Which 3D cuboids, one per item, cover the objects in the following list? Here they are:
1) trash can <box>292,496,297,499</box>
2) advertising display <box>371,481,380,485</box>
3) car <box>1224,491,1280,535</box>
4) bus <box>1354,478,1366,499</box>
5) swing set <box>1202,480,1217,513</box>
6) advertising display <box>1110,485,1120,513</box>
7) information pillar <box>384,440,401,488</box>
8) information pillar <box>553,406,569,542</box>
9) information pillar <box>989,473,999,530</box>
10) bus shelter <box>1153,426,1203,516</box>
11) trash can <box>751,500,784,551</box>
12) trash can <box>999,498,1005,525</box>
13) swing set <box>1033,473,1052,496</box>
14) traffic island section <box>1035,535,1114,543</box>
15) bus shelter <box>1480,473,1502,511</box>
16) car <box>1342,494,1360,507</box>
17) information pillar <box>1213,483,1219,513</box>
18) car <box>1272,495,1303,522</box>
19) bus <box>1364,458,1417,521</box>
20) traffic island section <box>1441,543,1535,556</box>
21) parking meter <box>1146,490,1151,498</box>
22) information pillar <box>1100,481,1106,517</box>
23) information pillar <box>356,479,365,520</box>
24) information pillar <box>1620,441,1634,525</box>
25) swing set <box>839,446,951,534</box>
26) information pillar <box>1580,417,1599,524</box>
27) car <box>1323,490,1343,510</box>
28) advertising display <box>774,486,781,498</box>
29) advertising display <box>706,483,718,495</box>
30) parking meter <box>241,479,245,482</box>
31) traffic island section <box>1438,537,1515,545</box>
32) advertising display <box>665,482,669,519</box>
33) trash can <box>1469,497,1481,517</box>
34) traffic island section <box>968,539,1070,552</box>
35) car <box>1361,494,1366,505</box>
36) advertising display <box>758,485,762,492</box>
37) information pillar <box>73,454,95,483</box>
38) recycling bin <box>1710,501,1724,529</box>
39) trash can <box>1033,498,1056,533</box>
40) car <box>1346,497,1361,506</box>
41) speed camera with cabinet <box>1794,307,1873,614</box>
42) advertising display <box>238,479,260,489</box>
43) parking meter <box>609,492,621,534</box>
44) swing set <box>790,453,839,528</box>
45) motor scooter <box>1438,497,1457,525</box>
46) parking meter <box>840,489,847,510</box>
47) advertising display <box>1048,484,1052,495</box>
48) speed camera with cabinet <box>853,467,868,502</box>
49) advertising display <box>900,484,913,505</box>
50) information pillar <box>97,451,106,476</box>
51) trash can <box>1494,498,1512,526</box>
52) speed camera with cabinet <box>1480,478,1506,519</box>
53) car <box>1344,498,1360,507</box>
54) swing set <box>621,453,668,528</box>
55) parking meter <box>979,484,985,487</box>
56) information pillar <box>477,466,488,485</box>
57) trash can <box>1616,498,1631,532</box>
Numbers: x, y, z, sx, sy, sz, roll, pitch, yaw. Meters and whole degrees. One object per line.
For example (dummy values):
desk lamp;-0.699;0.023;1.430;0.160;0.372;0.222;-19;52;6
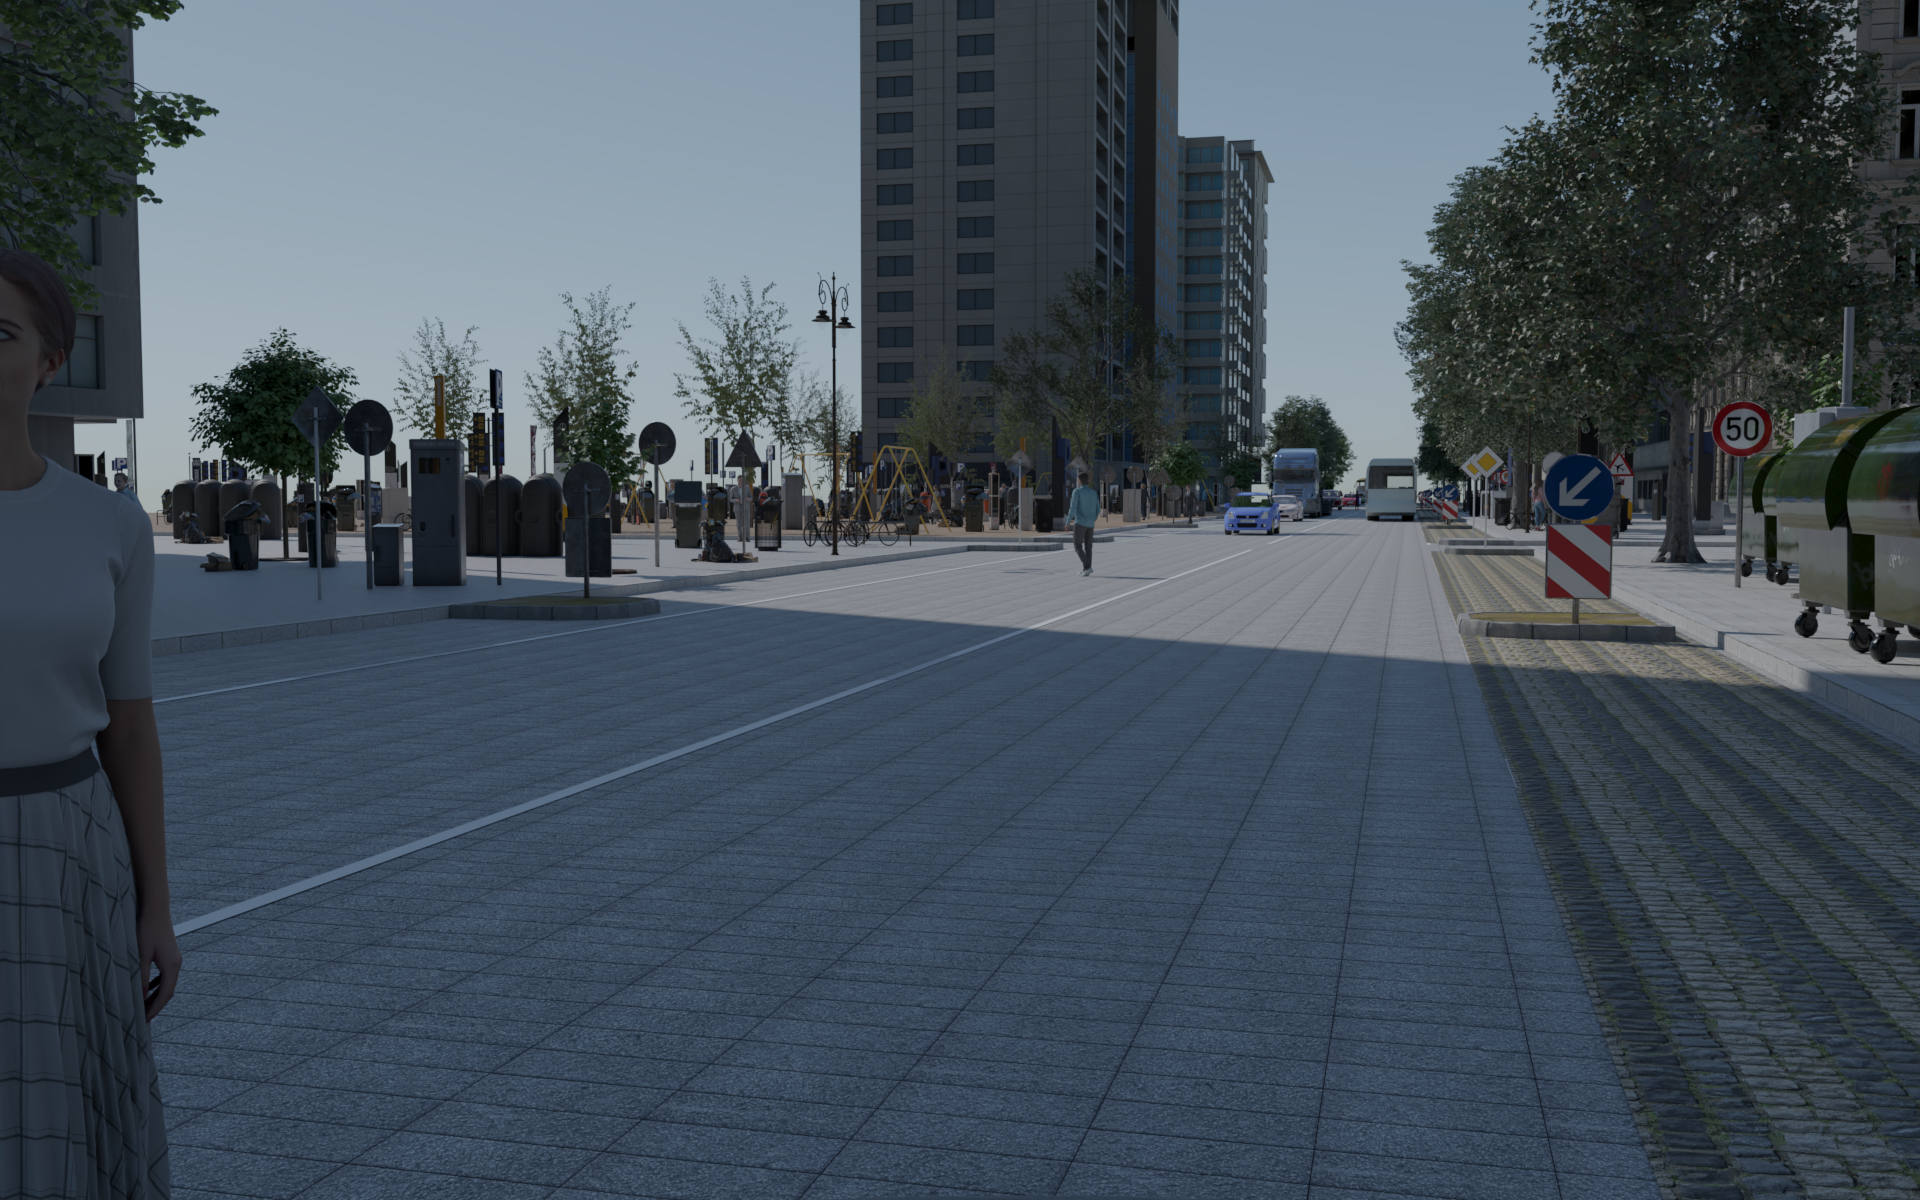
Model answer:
trash can;-42.485;-6.088;111.196;0.748;1.137;0.748;0;3;0
advertising display;-29.851;-5.066;88.050;0.123;1.923;0.974;2;4;26
car;10.389;-3.172;61.447;1.945;1.707;3.694;1;4;15
bus;62.271;-16.783;265.948;2.896;3.916;12.252;1;4;15
swing set;15.107;-7.165;114.768;2.862;2.851;3.119;2;4;32
advertising display;10.551;-6.912;118.229;0.123;1.923;0.974;-2;4;-32
information pillar;-22.303;-4.677;67.826;0.504;3.616;0.183;1;4;13
information pillar;-10.614;-3.354;46.199;0.504;3.616;0.183;2;4;25
information pillar;1.210;-3.479;61.371;0.304;2.012;0.304;-1;4;-15
bus shelter;13.155;-7.783;104.886;2.179;5.291;8.768;1;4;14
trash can;-4.327;-1.674;39.024;0.748;1.137;0.748;0;3;0
trash can;1.532;-3.639;71.154;0.748;1.137;0.748;0;3;0
swing set;6.867;-7.916;127.038;2.862;2.851;3.119;-2;4;-26
traffic island section;3.505;-1.833;52.257;2.009;0.180;2.903;1;4;14
bus shelter;36.129;-7.766;118.255;1.731;3.624;6.357;1;4;15
car;42.996;-11.115;190.776;2.155;1.783;4.494;1;4;14
information pillar;17.479;-6.955;118.198;0.304;2.012;0.304;1;4;20
car;16.993;-4.816;91.096;2.083;1.381;4.827;1;4;16
bus;23.730;-6.150;95.418;2.948;3.499;13.247;1;4;14
traffic island section;12.674;-1.184;41.636;2.009;0.180;2.903;1;4;14
parking meter;12.856;-6.766;119.042;0.372;1.533;0.369;0;3;0
information pillar;7.938;-5.559;95.376;0.304;2.012;0.304;-1;4;-21
information pillar;-30.005;-5.029;86.714;0.304;2.012;0.304;2;4;27
information pillar;27.631;-4.915;71.722;0.504;3.616;0.183;1;4;22
swing set;-2.050;-3.644;57.204;2.862;2.851;3.119;1;4;14
information pillar;17.254;-3.438;47.571;0.504;3.616;0.183;2;4;29
car;33.064;-8.928;154.649;2.281;1.827;5.304;1;4;14
advertising display;-14.290;-7.870;133.884;0.974;1.923;0.123;-2;4;-25
advertising display;-14.094;-5.702;98.445;0.974;1.923;0.123;3;5;44
parking meter;-28.377;-3.827;68.282;0.399;1.863;0.255;-1;4;-23
traffic island section;14.678;-1.657;49.366;2.009;0.180;2.903;1;4;14
advertising display;-15.288;-5.259;91.193;0.123;1.923;0.974;1;4;13
trash can;29.086;-5.271;97.829;0.748;1.137;0.748;0;3;0
traffic island section;1.502;-1.361;44.526;2.009;0.180;2.903;1;4;14
car;55.096;-13.758;233.745;1.959;1.807;4.718;1;4;14
advertising display;-14.175;-7.268;124.047;0.123;1.923;0.974;-3;4;-36
information pillar;-16.043;-1.668;31.772;0.304;2.012;0.304;-3;4;-37
recycling bin;27.677;-3.129;63.721;0.722;1.027;0.722;1;4;20
trash can;2.807;-2.815;57.684;0.748;1.137;0.748;0;3;0
car;47.397;-12.178;208.703;1.945;1.707;3.694;1;4;16
speed camera with cabinet;10.095;-1.486;18.630;2.038;3.252;0.660;0;4;-2
advertising display;-30.577;-4.243;74.584;0.974;1.923;0.123;-1;4;-22
parking meter;-11.210;-2.930;56.319;0.372;1.533;0.369;0;3;0
swing set;-5.176;-4.247;67.059;3.119;2.851;2.862;3;5;40
motor scooter;20.974;-3.776;74.515;0.815;1.314;1.986;1;4;13
parking meter;-6.334;-5.266;94.511;0.372;1.533;0.369;0;3;0
advertising display;5.749;-6.232;107.110;0.123;1.923;0.974;2;4;32
speed camera with cabinet;-7.461;-8.038;125.754;2.038;3.252;0.660;1;4;18
advertising display;-3.407;-6.398;109.829;0.974;1.923;0.123;2;4;35
information pillar;-46.149;-6.226;93.141;0.183;3.616;0.504;2;4;25
trash can;21.964;-3.575;70.105;0.748;1.137;0.748;0;3;0
speed camera with cabinet;28.149;-5.888;90.602;0.660;3.252;2.038;-2;4;-25
car;44.010;-11.315;195.226;2.015;1.641;3.980;1;4;14
swing set;-12.536;-4.199;66.276;2.862;2.851;3.119;1;4;18
parking meter;1.251;-5.804;100.613;0.255;1.863;0.399;-1;4;-22
information pillar;-20.498;-5.074;74.322;0.504;3.616;0.183;0;4;-8
trash can;22.214;-2.862;58.446;0.748;1.137;0.748;0;3;0
